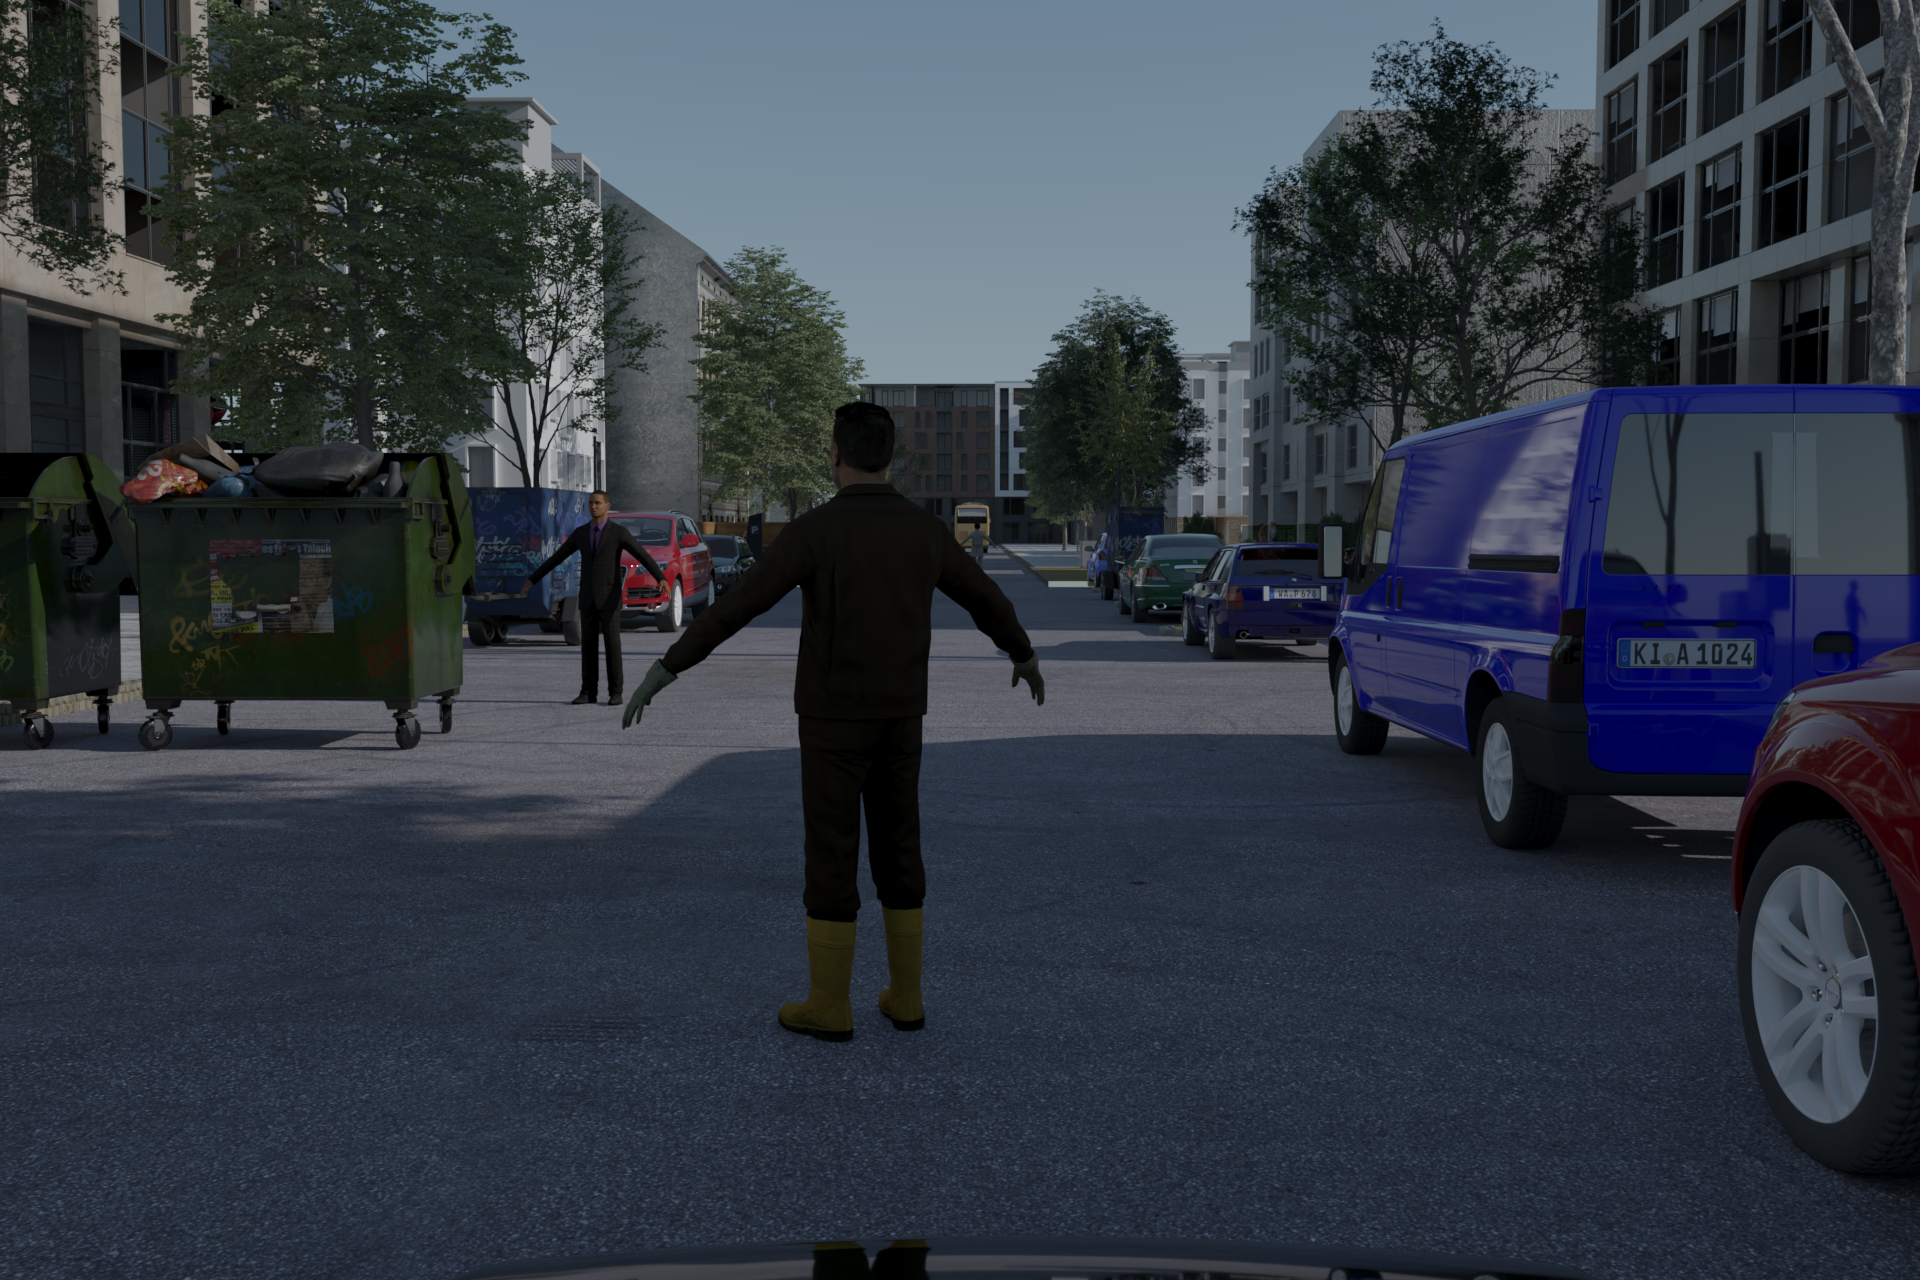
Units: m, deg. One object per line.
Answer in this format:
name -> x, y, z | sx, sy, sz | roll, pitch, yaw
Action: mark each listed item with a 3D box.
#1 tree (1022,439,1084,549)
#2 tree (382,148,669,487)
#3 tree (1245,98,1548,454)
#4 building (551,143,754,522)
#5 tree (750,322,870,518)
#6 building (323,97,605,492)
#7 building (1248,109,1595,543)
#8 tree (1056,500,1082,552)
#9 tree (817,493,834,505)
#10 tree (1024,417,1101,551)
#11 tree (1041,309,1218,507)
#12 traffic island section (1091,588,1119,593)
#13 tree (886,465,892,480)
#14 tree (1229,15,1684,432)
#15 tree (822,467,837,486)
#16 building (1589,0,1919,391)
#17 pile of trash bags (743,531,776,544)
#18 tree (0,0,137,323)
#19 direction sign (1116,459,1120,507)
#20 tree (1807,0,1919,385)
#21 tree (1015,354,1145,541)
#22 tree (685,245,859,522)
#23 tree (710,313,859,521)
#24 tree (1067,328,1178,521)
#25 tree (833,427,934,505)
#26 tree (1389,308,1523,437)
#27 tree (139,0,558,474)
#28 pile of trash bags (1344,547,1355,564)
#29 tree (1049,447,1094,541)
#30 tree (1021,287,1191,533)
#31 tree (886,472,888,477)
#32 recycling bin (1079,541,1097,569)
tree -> 9.014, -14.239, 150.935 | 7.486, 12.596, 7.792 | 0, 3, 0
tree -> -11.611, -7.392, 46.621 | 9.928, 11.665, 9.643 | 0, 3, 0
tree -> 10.493, -7.089, 41.668 | 9.928, 11.665, 9.643 | 0, 3, 0
building -> -23.126, -16.608, 102.476 | 19.493, 23.208, 18.063 | 0, 4, 1
tree -> -8.009, -10.645, 92.166 | 7.486, 12.596, 7.792 | 0, 3, 0
building -> -23.573, -13.464, 76.562 | 16.016, 20.090, 11.380 | 0, 4, 2
building -> 24.309, -13.119, 80.947 | 16.747, 18.905, 31.486 | 0, 4, 1
tree -> 8.396, -10.600, 123.672 | 4.360, 8.622, 3.978 | 0, 3, 0
tree -> -18.243, -17.776, 240.992 | 4.360, 8.622, 3.978 | 0, 3, 0
tree -> 8.511, -13.208, 134.073 | 7.486, 12.596, 7.792 | 0, 3, 0
tree -> 7.314, -8.429, 72.230 | 7.601, 10.594, 8.767 | 2, 4, 24
traffic island section -> 4.243, -1.217, 42.767 | 1.991, 0.108, 1.994 | 0, 4, 2
tree -> -7.143, -10.435, 120.969 | 4.737, 8.622, 4.395 | 0, 3, 0
tree -> 9.380, -5.910, 31.047 | 8.767, 10.594, 7.601 | -2, 4, -31
tree -> -7.400, -10.000, 113.854 | 4.737, 8.622, 4.395 | 0, 3, 0
building -> 29.865, -14.416, 38.898 | 19.351, 26.588, 34.151 | 0, 4, 1
pile of trash bags -> -5.844, -2.476, 50.236 | 1.912, 1.369, 3.447 | 0, 4, 1
tree -> -11.799, -5.077, 17.424 | 8.767, 10.594, 7.601 | 2, 4, 24
direction sign -> 4.843, -3.731, 52.996 | 0.379, 3.537, 0.876 | 0, 4, 0
tree -> 8.540, -9.956, 18.668 | 12.611, 20.169, 13.585 | 0, 3, 0
tree -> 8.547, -12.811, 116.109 | 9.857, 13.997, 8.962 | 0, 3, 0
tree -> -7.455, -9.208, 68.682 | 7.486, 12.596, 7.792 | 0, 3, 0
tree -> -7.849, -9.462, 80.465 | 9.928, 11.665, 9.643 | 0, 3, 0
tree -> 5.892, -6.775, 61.126 | 4.737, 8.622, 4.395 | 0, 3, 0
tree -> -6.641, -12.586, 140.191 | 8.767, 10.594, 7.601 | -1, 4, -19
tree -> 16.035, -6.423, 55.383 | 4.737, 8.622, 4.395 | 0, 3, 0
tree -> -11.168, -6.962, 31.962 | 7.486, 12.596, 7.792 | 0, 3, 0
pile of trash bags -> 7.732, -1.303, 31.057 | 1.912, 1.369, 3.447 | 0, 4, 1
tree -> 7.929, -9.518, 105.990 | 4.360, 8.622, 3.978 | 0, 3, 0
tree -> 7.893, -11.290, 91.241 | 9.857, 13.997, 8.962 | 0, 3, 0
tree -> -7.433, -10.992, 130.077 | 4.737, 8.622, 4.395 | 0, 3, 0
recycling bin -> 4.840, -3.188, 64.679 | 0.722, 1.027, 0.722 | 0, 3, 0
